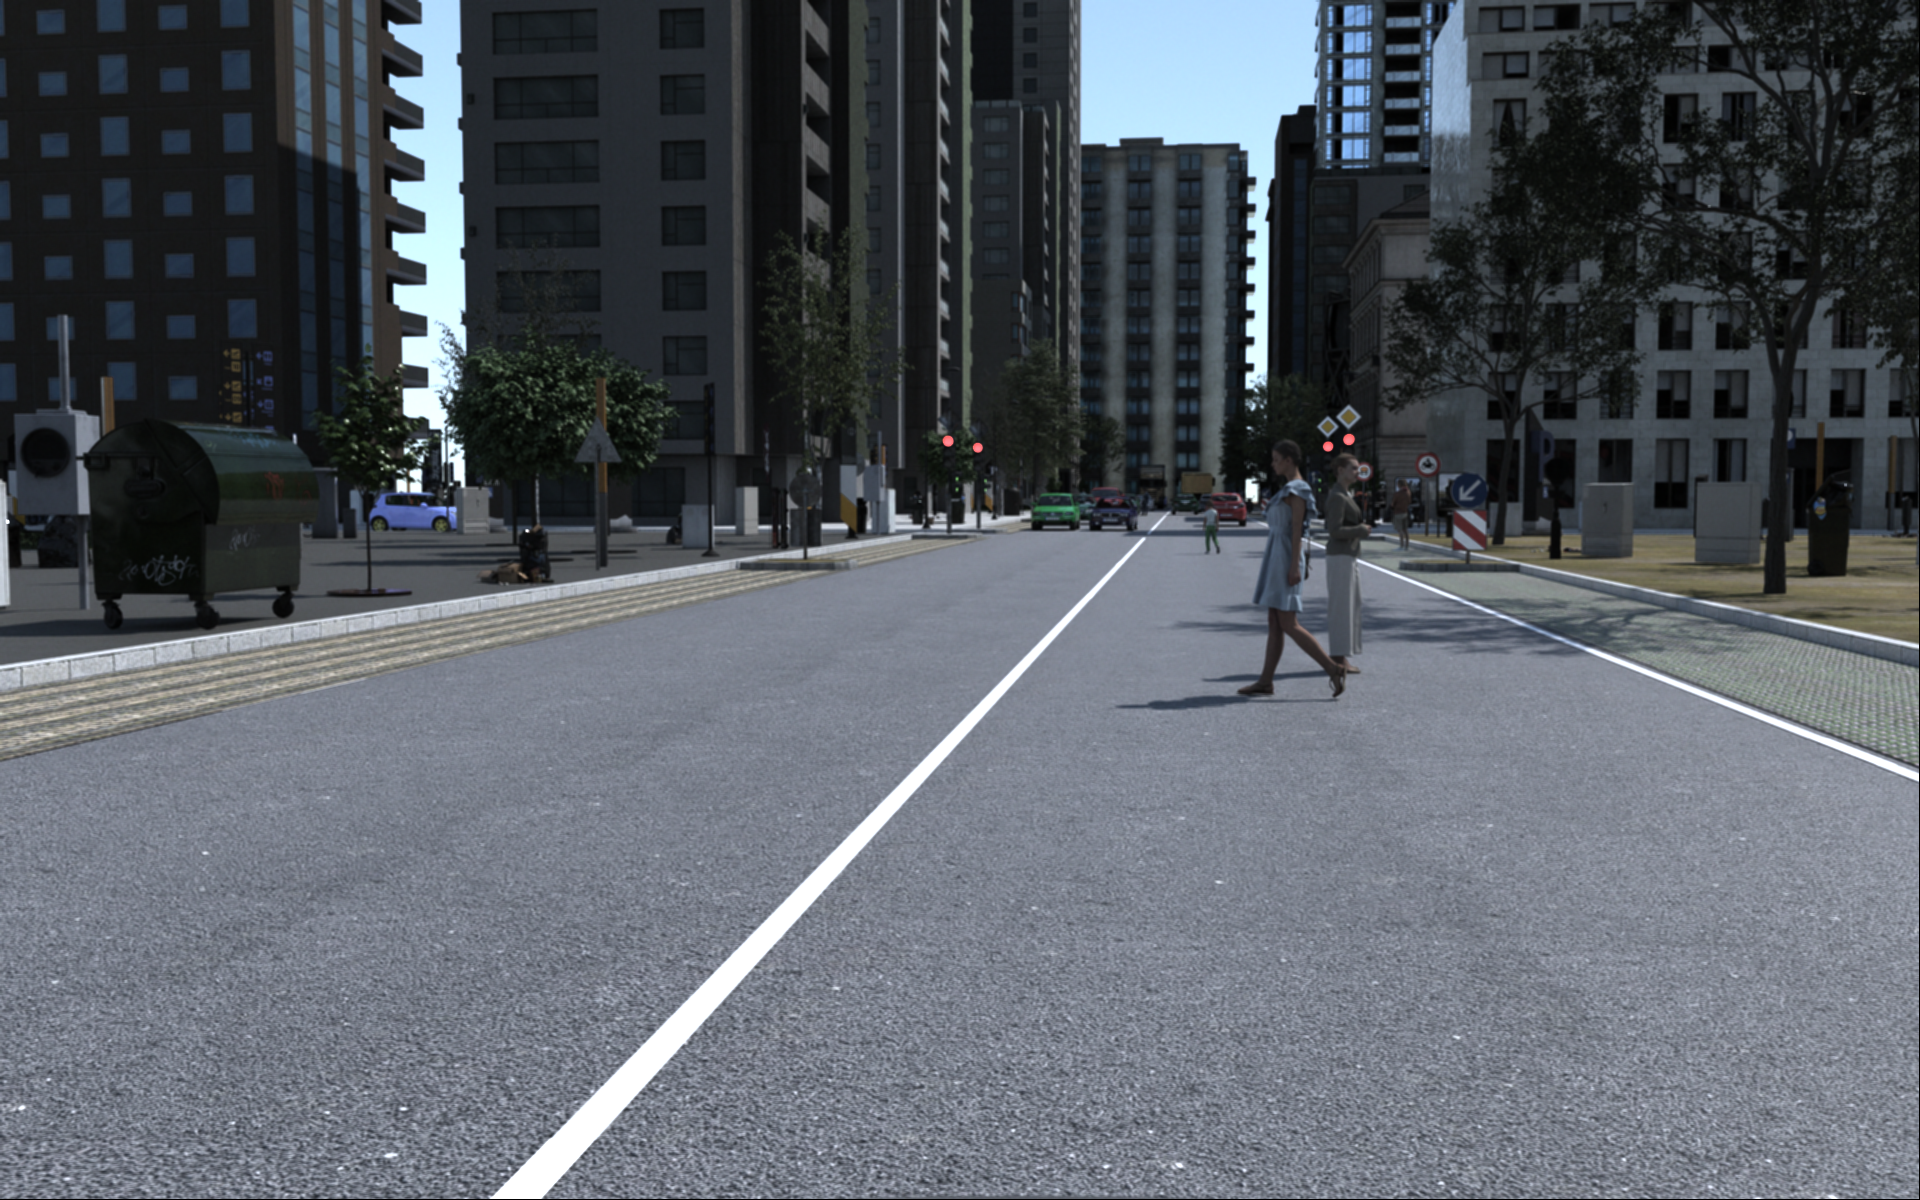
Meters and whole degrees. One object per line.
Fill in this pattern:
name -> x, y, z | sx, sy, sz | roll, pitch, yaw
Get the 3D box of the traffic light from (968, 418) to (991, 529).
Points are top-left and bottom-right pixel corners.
traffic light -> 0.707, -4.579, 63.794 | 0.839, 4.253, 0.868 | 0, 4, 7

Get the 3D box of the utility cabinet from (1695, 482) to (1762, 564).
utility cabinet -> 14.109, -1.414, 31.802 | 0.318, 1.500, 1.173 | -2, 4, -27

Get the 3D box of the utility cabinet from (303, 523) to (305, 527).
utility cabinet -> -25.717, -3.435, 67.323 | 0.306, 1.237, 1.020 | -2, 4, -29

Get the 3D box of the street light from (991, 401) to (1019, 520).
street light -> 2.271, -7.001, 87.002 | 1.470, 5.913, 1.316 | 0, 4, 7

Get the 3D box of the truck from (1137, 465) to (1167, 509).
truck -> 18.608, -10.942, 167.818 | 2.839, 4.237, 11.283 | 0, 4, 7

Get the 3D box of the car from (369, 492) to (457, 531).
car -> -19.615, -3.279, 63.196 | 3.694, 1.707, 1.945 | 1, 4, 8

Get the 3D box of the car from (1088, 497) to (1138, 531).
car -> 6.111, -3.434, 68.721 | 1.945, 1.354, 3.894 | 1, 4, 9

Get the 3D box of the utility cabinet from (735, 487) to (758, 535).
utility cabinet -> -6.633, -2.761, 53.821 | 0.318, 1.500, 1.173 | 1, 4, 14

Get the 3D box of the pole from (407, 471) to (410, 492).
pole -> -40.526, -8.161, 127.268 | 0.158, 3.312, 0.155 | 0, 3, 0

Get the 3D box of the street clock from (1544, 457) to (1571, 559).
street clock -> 11.772, -1.811, 34.188 | 0.471, 2.002, 0.358 | 1, 4, 10

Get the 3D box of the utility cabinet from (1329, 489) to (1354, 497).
utility cabinet -> 17.994, -4.469, 81.745 | 1.173, 1.500, 0.318 | 3, 5, 41

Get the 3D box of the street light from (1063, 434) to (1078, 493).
street light -> 8.510, -9.849, 133.565 | 1.470, 5.913, 1.316 | 0, 4, 7

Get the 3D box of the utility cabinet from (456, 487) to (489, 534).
utility cabinet -> -15.545, -2.851, 55.286 | 0.318, 1.500, 1.173 | 2, 4, 27

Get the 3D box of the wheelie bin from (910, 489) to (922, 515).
wheelie bin -> -2.540, -5.714, 101.325 | 0.693, 1.594, 0.980 | -1, 4, -8

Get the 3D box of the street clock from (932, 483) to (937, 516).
street clock -> -1.502, -6.034, 103.230 | 0.358, 2.002, 0.471 | 0, 4, -2

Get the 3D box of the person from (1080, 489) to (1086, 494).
person -> 9.275, -7.518, 131.434 | 0.660, 1.820, 0.620 | 1, 4, 8

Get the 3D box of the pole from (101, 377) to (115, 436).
pole -> -14.856, -2.227, 30.262 | 0.158, 3.312, 0.155 | 0, 3, 0

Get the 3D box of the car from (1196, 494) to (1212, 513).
car -> 19.106, -7.384, 132.729 | 2.014, 1.417, 4.499 | 0, 4, 7

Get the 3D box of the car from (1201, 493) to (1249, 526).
car -> 11.959, -4.223, 78.094 | 2.155, 1.783, 4.494 | 0, 4, 7

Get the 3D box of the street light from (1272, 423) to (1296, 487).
street light -> 21.330, -8.596, 113.089 | 1.470, 5.913, 1.316 | 0, 4, 7

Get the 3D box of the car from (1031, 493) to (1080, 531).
car -> 3.855, -3.709, 69.438 | 1.959, 1.807, 4.718 | 0, 4, 7

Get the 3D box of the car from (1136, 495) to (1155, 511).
car -> 15.715, -8.332, 148.593 | 2.083, 1.381, 4.827 | 0, 4, 7

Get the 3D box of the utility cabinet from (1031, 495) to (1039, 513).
utility cabinet -> 4.955, -6.315, 114.411 | 0.306, 1.237, 1.020 | -1, 4, -14

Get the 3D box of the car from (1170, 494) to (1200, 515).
car -> 15.700, -6.669, 120.838 | 2.131, 1.459, 4.920 | 0, 4, 7

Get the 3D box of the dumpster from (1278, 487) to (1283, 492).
dumpster -> 23.546, -7.278, 124.756 | 1.264, 1.857, 1.865 | 0, 4, 7

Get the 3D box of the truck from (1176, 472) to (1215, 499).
truck -> 20.624, -9.499, 151.236 | 3.469, 3.379, 9.791 | 0, 4, 7

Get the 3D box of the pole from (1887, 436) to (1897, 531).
pole -> 32.543, -4.075, 60.471 | 0.158, 3.312, 0.155 | 0, 3, 0

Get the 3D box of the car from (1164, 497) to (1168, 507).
car -> 22.410, -11.339, 194.980 | 1.945, 1.707, 3.694 | 1, 4, 9

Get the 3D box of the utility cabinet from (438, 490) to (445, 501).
utility cabinet -> -25.249, -4.625, 84.290 | 0.318, 1.500, 1.173 | -1, 4, -17

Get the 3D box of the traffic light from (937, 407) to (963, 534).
traffic light -> -0.327, -4.095, 55.876 | 0.839, 4.253, 0.868 | 0, 4, 7

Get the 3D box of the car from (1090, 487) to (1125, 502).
car -> 8.063, -5.365, 96.395 | 2.281, 1.827, 5.304 | 0, 4, 8

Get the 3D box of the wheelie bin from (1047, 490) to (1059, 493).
wheelie bin -> 7.300, -7.610, 132.337 | 0.980, 1.594, 0.693 | 0, 4, 3

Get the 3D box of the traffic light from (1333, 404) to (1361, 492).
traffic light -> 12.131, -3.997, 54.271 | 0.839, 4.253, 0.868 | 0, 4, 7

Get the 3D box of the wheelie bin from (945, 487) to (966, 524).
wheelie bin -> -0.175, -4.054, 74.197 | 0.980, 1.594, 0.693 | 1, 4, 19

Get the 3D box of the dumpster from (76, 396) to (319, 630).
dumpster -> -7.517, -0.897, 17.156 | 1.502, 2.255, 1.985 | 0, 4, 7

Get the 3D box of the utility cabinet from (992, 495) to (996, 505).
utility cabinet -> 2.427, -7.640, 136.080 | 0.306, 1.237, 1.020 | 3, 4, 39

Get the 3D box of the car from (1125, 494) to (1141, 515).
car -> 11.722, -6.735, 121.913 | 2.131, 1.459, 4.920 | 0, 4, 8

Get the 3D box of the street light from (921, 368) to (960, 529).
street light -> -0.705, -5.586, 63.868 | 1.470, 5.913, 1.316 | 0, 4, 7

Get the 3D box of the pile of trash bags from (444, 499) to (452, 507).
pile of trash bags -> -27.677, -4.913, 90.080 | 1.912, 1.369, 3.447 | 1, 4, 9

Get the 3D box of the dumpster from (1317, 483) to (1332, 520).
dumpster -> 18.649, -4.978, 87.145 | 1.264, 1.857, 1.865 | 0, 4, 7

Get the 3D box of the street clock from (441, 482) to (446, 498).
street clock -> -30.368, -5.954, 101.921 | 0.358, 2.002, 0.471 | -1, 4, -22

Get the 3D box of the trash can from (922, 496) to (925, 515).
trash can -> -2.369, -5.658, 104.166 | 0.748, 1.137, 0.748 | 0, 3, 0

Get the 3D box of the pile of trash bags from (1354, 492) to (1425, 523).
pile of trash bags -> 19.229, -4.107, 76.895 | 3.447, 1.369, 1.912 | 1, 4, 10

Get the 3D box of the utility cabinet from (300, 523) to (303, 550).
utility cabinet -> -15.497, -1.862, 39.127 | 1.173, 1.500, 0.318 | -3, 5, -43

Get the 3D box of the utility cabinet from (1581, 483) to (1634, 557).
utility cabinet -> 13.135, -1.620, 35.168 | 0.318, 1.500, 1.173 | -1, 4, -20

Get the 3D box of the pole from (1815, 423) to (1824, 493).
pole -> 24.553, -3.403, 49.489 | 0.158, 3.312, 0.155 | 0, 3, 0

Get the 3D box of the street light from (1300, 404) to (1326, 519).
street light -> 18.164, -7.121, 88.963 | 1.470, 5.913, 1.316 | 0, 4, 7

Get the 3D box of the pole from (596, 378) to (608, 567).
pole -> -6.306, -2.241, 30.490 | 0.158, 3.312, 0.155 | 0, 3, 0

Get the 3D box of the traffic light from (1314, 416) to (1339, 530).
traffic light -> 13.165, -4.481, 62.190 | 0.839, 4.253, 0.868 | 0, 4, 7

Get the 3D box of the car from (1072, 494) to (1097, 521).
car -> 5.747, -4.354, 82.994 | 2.131, 1.459, 4.920 | 0, 4, 7

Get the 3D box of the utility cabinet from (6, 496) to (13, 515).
utility cabinet -> -32.284, -2.901, 58.598 | 0.306, 1.237, 1.020 | -3, 4, -38

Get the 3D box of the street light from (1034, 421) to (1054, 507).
street light -> 5.287, -8.410, 110.052 | 1.470, 5.913, 1.316 | 0, 4, 7

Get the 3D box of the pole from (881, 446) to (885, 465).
pole -> -3.255, -4.853, 73.195 | 0.158, 3.312, 0.155 | 0, 3, 0

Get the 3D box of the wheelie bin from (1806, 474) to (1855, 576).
wheelie bin -> 13.713, -1.186, 27.301 | 0.693, 1.594, 0.980 | 2, 4, 27

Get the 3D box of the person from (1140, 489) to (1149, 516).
person -> 12.314, -6.513, 115.166 | 0.419, 1.800, 0.721 | -2, 4, -31

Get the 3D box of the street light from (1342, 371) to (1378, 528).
street light -> 15.161, -5.698, 65.697 | 1.470, 5.913, 1.316 | 0, 4, 7

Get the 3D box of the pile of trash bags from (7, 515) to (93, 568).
pile of trash bags -> -17.129, -1.273, 30.562 | 3.447, 1.369, 1.912 | -1, 4, -10
